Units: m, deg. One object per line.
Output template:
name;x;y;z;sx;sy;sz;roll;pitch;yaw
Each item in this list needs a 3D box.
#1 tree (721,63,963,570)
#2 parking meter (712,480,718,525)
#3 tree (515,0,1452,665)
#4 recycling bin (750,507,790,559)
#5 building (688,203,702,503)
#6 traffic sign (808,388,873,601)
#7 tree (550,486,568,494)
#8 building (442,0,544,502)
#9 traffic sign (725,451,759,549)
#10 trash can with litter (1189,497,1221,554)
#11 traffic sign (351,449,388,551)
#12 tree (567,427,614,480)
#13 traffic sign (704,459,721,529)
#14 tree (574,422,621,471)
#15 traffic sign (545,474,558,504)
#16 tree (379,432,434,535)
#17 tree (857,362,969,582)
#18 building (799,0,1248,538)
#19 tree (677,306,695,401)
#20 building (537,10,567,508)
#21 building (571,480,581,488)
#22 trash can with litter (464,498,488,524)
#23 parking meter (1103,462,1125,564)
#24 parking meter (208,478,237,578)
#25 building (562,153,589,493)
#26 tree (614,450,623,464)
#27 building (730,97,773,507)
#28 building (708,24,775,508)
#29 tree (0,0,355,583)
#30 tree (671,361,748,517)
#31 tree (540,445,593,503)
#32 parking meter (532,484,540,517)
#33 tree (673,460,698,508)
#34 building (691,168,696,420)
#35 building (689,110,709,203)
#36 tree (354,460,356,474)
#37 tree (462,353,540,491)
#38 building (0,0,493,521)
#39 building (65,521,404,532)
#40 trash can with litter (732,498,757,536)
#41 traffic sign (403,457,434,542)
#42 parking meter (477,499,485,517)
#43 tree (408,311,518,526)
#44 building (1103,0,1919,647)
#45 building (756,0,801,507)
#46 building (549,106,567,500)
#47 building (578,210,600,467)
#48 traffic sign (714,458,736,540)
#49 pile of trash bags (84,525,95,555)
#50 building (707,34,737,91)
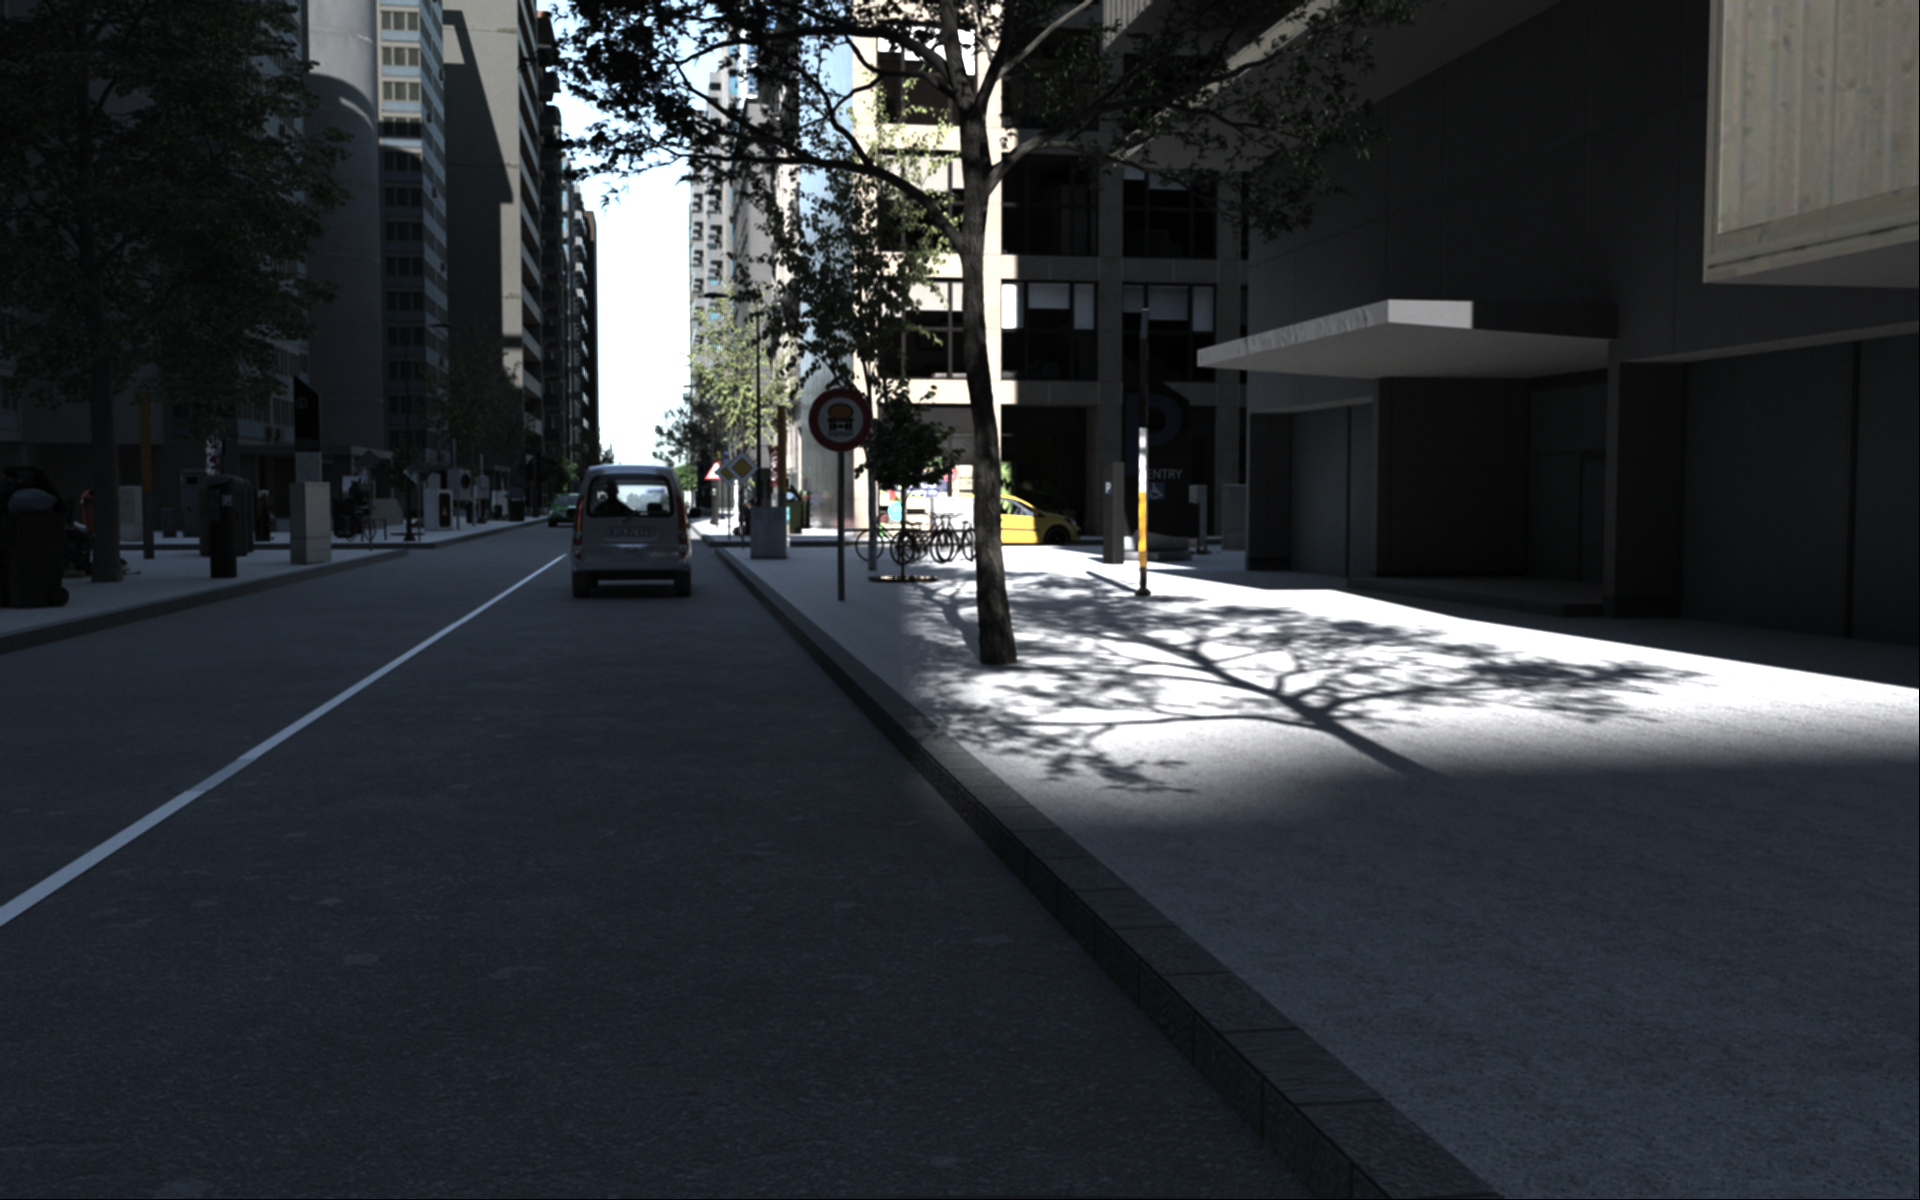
tree;-1.685;-4.799;28.828;4.737;8.622;4.395;0;3;0
parking meter;-10.112;-4.023;71.492;0.255;1.863;0.399;0;4;-6
tree;-0.049;-4.800;12.897;7.601;10.594;8.767;0;4;6
recycling bin;-3.783;-1.343;34.508;0.722;1.027;0.722;0;4;0
building;-31.354;-34.396;245.966;14.154;41.232;14.086;-1;4;-10
traffic sign;-1.432;-1.268;20.830;0.768;2.556;0.104;0;4;-2
tree;-31.513;-8.621;135.554;1.663;3.219;1.824;0;3;0
building;-42.778;-30.867;128.380;21.300;48.544;21.600;-1;4;-10
traffic sign;-5.054;-2.238;40.237;0.795;2.450;0.064;-1;4;-10
trash can with litter;4.484;-1.597;37.170;2.233;1.210;1.678;1;4;9
traffic sign;-13.230;-2.153;38.844;0.795;2.450;0.064;-1;4;-10
tree;-41.057;-14.683;190.430;4.360;8.622;3.978;0;3;0
traffic sign;-8.927;-3.883;63.491;0.884;2.594;0.081;-1;4;-9
tree;-37.782;-13.979;178.919;4.737;8.622;4.395;0;3;0
traffic sign;-26.148;-6.775;110.870;0.768;2.556;0.104;0;4;-1
tree;-17.492;-3.649;54.267;1.663;3.219;1.824;0;3;0
tree;-0.844;-1.883;25.395;1.663;3.219;1.824;0;3;0
building;11.995;-15.784;62.592;34.151;26.468;19.350;-1;4;-10
tree;-7.445;-6.660;59.246;4.737;8.622;4.395;0;3;0
building;-46.936;-30.544;154.014;22.147;44.769;28.867;-1;4;-10
building;-62.513;-31.886;213.209;32.217;40.220;23.993;-1;4;-10
trash can with litter;-21.083;-3.925;75.559;1.055;1.170;0.624;1;4;16
parking meter;2.815;-1.592;31.739;0.255;1.863;0.399;-2;4;-27
parking meter;-11.321;-1.112;26.588;0.372;1.533;0.369;0;3;0
building;-63.457;-37.982;240.620;23.786;49.044;30.456;-1;4;-10
tree;-55.638;-19.947;276.494;4.360;8.622;3.978;0;3;0
building;-7.171;-19.481;112.027;14.314;27.812;24.014;-1;4;-10
building;-10.506;-51.218;150.086;22.319;86.520;31.000;-1;4;-10
tree;-12.901;-6.545;25.139;7.486;12.596;7.792;0;3;0
tree;-13.599;-8.854;95.126;4.360;8.622;3.978;0;3;0
tree;-27.425;-8.103;116.198;4.285;4.588;4.351;0;3;0
parking meter;-24.085;-5.668;98.382;0.399;1.863;0.255;-1;4;-19
tree;-27.630;-11.573;172.933;4.285;4.588;4.351;0;3;0
building;-23.371;-36.999;224.548;23.786;49.044;30.456;-1;4;-10
building;-30.907;-44.339;266.940;21.231;58.520;28.212;-1;4;-10
tree;-30.010;-5.609;86.315;1.663;3.219;1.824;0;3;0
tree;-23.696;-8.525;89.744;4.360;8.622;3.978;0;3;0
building;-44.217;-25.183;103.617;32.217;40.220;23.993;-1;4;-10
building;-38.390;-22.697;62.976;32.217;40.220;23.993;-1;4;-10
trash can with litter;-6.638;-2.582;53.610;1.055;1.170;0.624;2;4;35
traffic sign;-14.596;-2.634;46.712;0.795;2.450;0.064;-1;4;-10
parking meter;-25.095;-5.036;90.745;0.372;1.533;0.369;0;3;0
tree;-19.579;-7.238;68.710;4.737;8.622;4.395;0;3;0
building;17.796;-26.185;17.365;28.713;52.752;27.495;-1;4;-10
building;-2.776;-18.405;88.307;14.401;28.519;23.554;-1;4;-10
building;-47.800;-30.127;176.164;14.154;41.232;14.086;-1;4;-10
building;-62.382;-37.556;264.146;14.600;45.320;14.200;-1;4;-10
traffic sign;-6.420;-2.719;48.105;0.795;2.450;0.064;-1;4;-10
pile of trash bags;-19.254;-1.575;35.507;3.447;1.369;1.912;-3;5;-40
building;-15.202;-34.389;181.862;23.786;49.044;30.456;-1;4;-10
